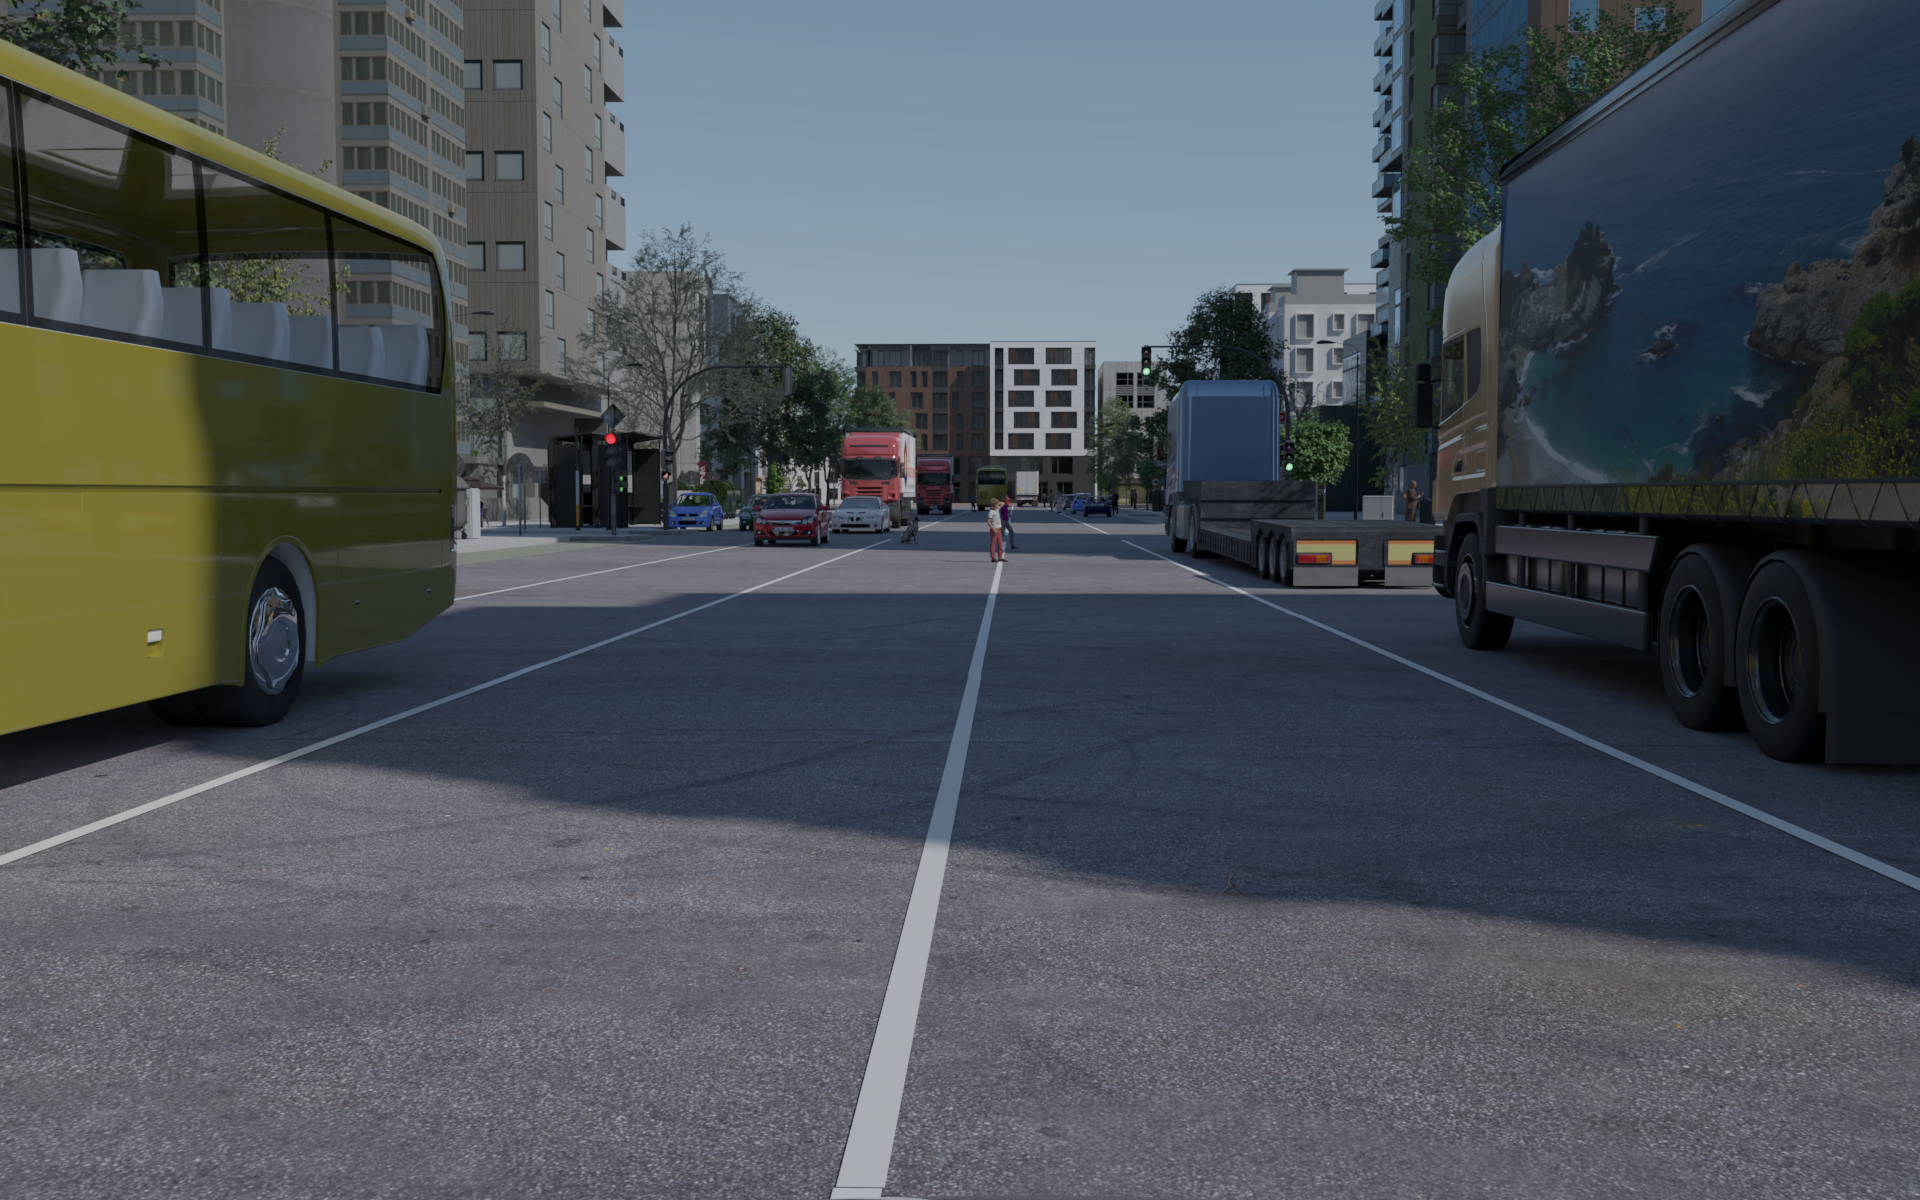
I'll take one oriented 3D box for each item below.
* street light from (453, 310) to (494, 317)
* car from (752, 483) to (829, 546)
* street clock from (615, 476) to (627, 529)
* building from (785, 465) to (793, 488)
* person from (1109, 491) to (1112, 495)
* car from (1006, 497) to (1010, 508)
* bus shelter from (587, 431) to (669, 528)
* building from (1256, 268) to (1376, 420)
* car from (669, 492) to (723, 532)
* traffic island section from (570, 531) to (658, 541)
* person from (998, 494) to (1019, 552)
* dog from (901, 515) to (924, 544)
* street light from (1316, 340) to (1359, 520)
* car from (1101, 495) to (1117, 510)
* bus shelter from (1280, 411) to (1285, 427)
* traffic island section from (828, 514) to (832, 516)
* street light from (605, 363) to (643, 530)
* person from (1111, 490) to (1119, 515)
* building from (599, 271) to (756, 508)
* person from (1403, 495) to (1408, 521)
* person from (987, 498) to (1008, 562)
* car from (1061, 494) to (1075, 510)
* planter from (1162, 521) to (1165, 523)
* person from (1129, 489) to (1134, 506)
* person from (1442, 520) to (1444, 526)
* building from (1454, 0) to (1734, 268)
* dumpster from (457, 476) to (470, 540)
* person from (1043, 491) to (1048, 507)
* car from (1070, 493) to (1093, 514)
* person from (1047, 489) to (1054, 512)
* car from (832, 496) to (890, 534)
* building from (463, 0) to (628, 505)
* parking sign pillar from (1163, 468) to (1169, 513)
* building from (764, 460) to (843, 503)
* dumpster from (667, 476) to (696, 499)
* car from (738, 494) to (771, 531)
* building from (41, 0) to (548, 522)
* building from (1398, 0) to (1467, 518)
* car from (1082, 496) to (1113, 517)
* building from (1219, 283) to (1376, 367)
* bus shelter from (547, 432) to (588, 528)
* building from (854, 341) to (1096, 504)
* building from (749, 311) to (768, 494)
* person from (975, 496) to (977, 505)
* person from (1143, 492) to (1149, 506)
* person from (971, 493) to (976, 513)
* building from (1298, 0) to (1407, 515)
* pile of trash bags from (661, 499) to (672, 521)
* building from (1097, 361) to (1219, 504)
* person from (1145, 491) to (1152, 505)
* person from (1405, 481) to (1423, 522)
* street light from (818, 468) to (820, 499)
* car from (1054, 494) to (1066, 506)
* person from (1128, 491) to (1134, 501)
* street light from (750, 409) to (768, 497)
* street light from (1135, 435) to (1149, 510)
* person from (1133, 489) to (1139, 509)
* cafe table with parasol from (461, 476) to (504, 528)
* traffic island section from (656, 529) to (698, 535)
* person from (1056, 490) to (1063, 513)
[{"bbox_3d":[-12.453,-4.365,43.906,1.470,5.913,1.316,0,4,2],"label":"street light"},{"bbox_3d":[-4.730,-2.437,48.892,2.155,1.783,4.494,0,4,1],"label":"car"},{"bbox_3d":[-12.647,-3.668,64.540,0.471,2.002,0.358,-2,4,-32],"label":"street clock"},{"bbox_3d":[-25.062,-20.721,195.214,11.380,20.091,16.016,0,4,2],"label":"building"},{"bbox_3d":[13.813,-9.246,160.386,0.721,1.743,1.217,-1,4,-13],"label":"person"},{"bbox_3d":[4.355,-10.834,186.170,2.155,1.783,4.494,0,4,0],"label":"car"},{"bbox_3d":[-12.878,-4.694,68.035,1.731,3.624,6.357,0,4,2],"label":"bus shelter"},{"bbox_3d":[34.703,-18.000,150.724,16.016,20.091,11.380,0,4,2],"label":"building"},{"bbox_3d":[-10.186,-3.494,66.717,1.945,1.707,3.694,0,4,1],"label":"car"},{"bbox_3d":[-10.755,-1.924,53.743,2.009,0.180,2.903,0,4,2],"label":"traffic island section"},{"bbox_3d":[1.227,-1.915,43.052,0.776,1.435,0.726,2,4,27],"label":"person"},{"bbox_3d":[-1.501,-2.039,50.171,0.800,0.831,0.513,3,5,42],"label":"dog"},{"bbox_3d":[11.446,-4.883,52.372,1.470,5.913,1.316,0,4,2],"label":"street light"},{"bbox_3d":[13.039,-8.663,154.212,1.945,1.354,3.894,0,4,2],"label":"car"},{"bbox_3d":[14.657,-6.354,81.514,2.179,5.291,8.768,0,4,2],"label":"bus shelter"},{"bbox_3d":[-8.474,-5.606,114.520,1.991,0.108,1.994,0,4,2],"label":"traffic island section"},{"bbox_3d":[-11.934,-5.443,61.527,1.470,5.913,1.316,0,4,2],"label":"street light"},{"bbox_3d":[10.835,-6.852,121.227,0.576,1.737,0.504,1,4,15],"label":"person"},{"bbox_3d":[-28.822,-17.547,153.348,16.747,18.905,31.486,0,4,2],"label":"building"},{"bbox_3d":[16.188,-3.214,62.500,0.435,1.345,0.340,0,4,-8],"label":"person"},{"bbox_3d":[0.791,-1.466,36.383,0.340,1.345,0.435,1,4,22],"label":"person"},{"bbox_3d":[10.123,-8.786,155.659,2.014,1.417,4.499,0,4,1],"label":"car"},{"bbox_3d":[11.064,-3.959,85.867,1.991,0.319,1.994,0,4,2],"label":"planter"},{"bbox_3d":[18.603,-11.074,187.116,0.705,1.823,1.348,-1,4,-21],"label":"person"},{"bbox_3d":[16.995,-3.199,60.215,0.662,1.594,0.647,-2,4,-24],"label":"person"},{"bbox_3d":[31.137,-26.142,77.540,14.200,45.320,14.600,0,4,2],"label":"building"},{"bbox_3d":[-14.451,-2.578,47.910,1.264,1.857,1.865,0,4,2],"label":"dumpster"},{"bbox_3d":[9.153,-10.799,185.765,0.721,1.736,1.217,-1,4,-22],"label":"person"},{"bbox_3d":[8.853,-7.015,124.284,1.945,1.707,3.694,0,3,0],"label":"car"},{"bbox_3d":[7.464,-8.180,142.244,0.705,1.824,1.348,1,4,22],"label":"person"},{"bbox_3d":[-3.641,-3.175,64.269,2.083,1.381,4.827,0,4,3],"label":"car"},{"bbox_3d":[-38.434,-32.301,117.368,28.713,52.752,27.495,0,4,2],"label":"building"},{"bbox_3d":[14.456,-7.868,117.119,1.447,3.967,1.447,0,4,-5],"label":"parking sign pillar"},{"bbox_3d":[-28.406,-18.008,236.584,28.070,9.664,9.099,0,4,2],"label":"building"},{"bbox_3d":[-14.759,-5.403,90.832,1.502,2.255,1.985,0,4,2],"label":"dumpster"},{"bbox_3d":[-7.660,-3.486,68.799,2.131,1.459,4.920,0,4,0],"label":"car"},{"bbox_3d":[-37.972,-23.985,84.037,32.217,40.220,23.993,0,4,2],"label":"building"},{"bbox_3d":[32.007,-25.280,96.919,14.154,41.232,14.086,0,4,2],"label":"building"},{"bbox_3d":[8.600,-5.862,108.417,1.945,1.354,3.894,0,4,4],"label":"car"},{"bbox_3d":[41.245,-20.809,184.207,27.936,21.610,32.646,0,4,2],"label":"building"},{"bbox_3d":[-14.668,-4.724,68.521,1.731,3.624,6.357,0,4,2],"label":"bus shelter"},{"bbox_3d":[2.264,-24.554,245.436,32.646,21.610,27.936,0,4,2],"label":"building"},{"bbox_3d":[-28.217,-19.468,174.720,16.016,20.091,11.380,0,4,2],"label":"building"},{"bbox_3d":[2.205,-12.640,218.418,1.065,1.426,0.557,-2,4,-30],"label":"person"},{"bbox_3d":[20.375,-11.161,189.239,0.721,1.735,1.217,3,4,38],"label":"person"},{"bbox_3d":[1.037,-7.553,134.209,0.499,1.552,0.429,-3,5,-43],"label":"person"},{"bbox_3d":[37.015,-49.249,117.889,22.319,86.520,31.000,0,4,2],"label":"building"},{"bbox_3d":[-14.428,-4.433,82.238,1.912,1.369,3.447,3,5,40],"label":"pile of trash bags"},{"bbox_3d":[35.085,-22.761,238.594,31.486,18.905,16.747,0,4,2],"label":"building"},{"bbox_3d":[22.605,-12.176,205.141,1.348,1.821,0.705,1,4,20],"label":"person"},{"bbox_3d":[15.944,-3.308,60.819,0.600,1.739,0.565,0,4,3],"label":"person"},{"bbox_3d":[-9.861,-9.488,127.677,1.470,5.913,1.316,0,4,2],"label":"street light"},{"bbox_3d":[12.350,-12.200,211.265,2.131,1.459,4.920,0,4,3],"label":"car"},{"bbox_3d":[19.498,-11.541,195.454,1.217,1.735,0.721,3,4,38],"label":"person"},{"bbox_3d":[-10.939,-7.488,94.975,1.470,5.913,1.316,0,4,2],"label":"street light"},{"bbox_3d":[14.183,-9.998,136.000,1.470,5.913,1.316,0,4,2],"label":"street light"},{"bbox_3d":[15.323,-8.796,150.570,0.721,1.743,1.217,-1,4,-17],"label":"person"},{"bbox_3d":[-18.526,-3.690,65.200,2.610,1.966,2.610,0,4,-7],"label":"cafe table with parasol"},{"bbox_3d":[-10.499,-2.412,61.724,2.009,0.180,2.903,0,4,2],"label":"traffic island section"},{"bbox_3d":[7.354,-7.328,128.977,0.621,1.740,0.551,-1,4,-19],"label":"person"}]
